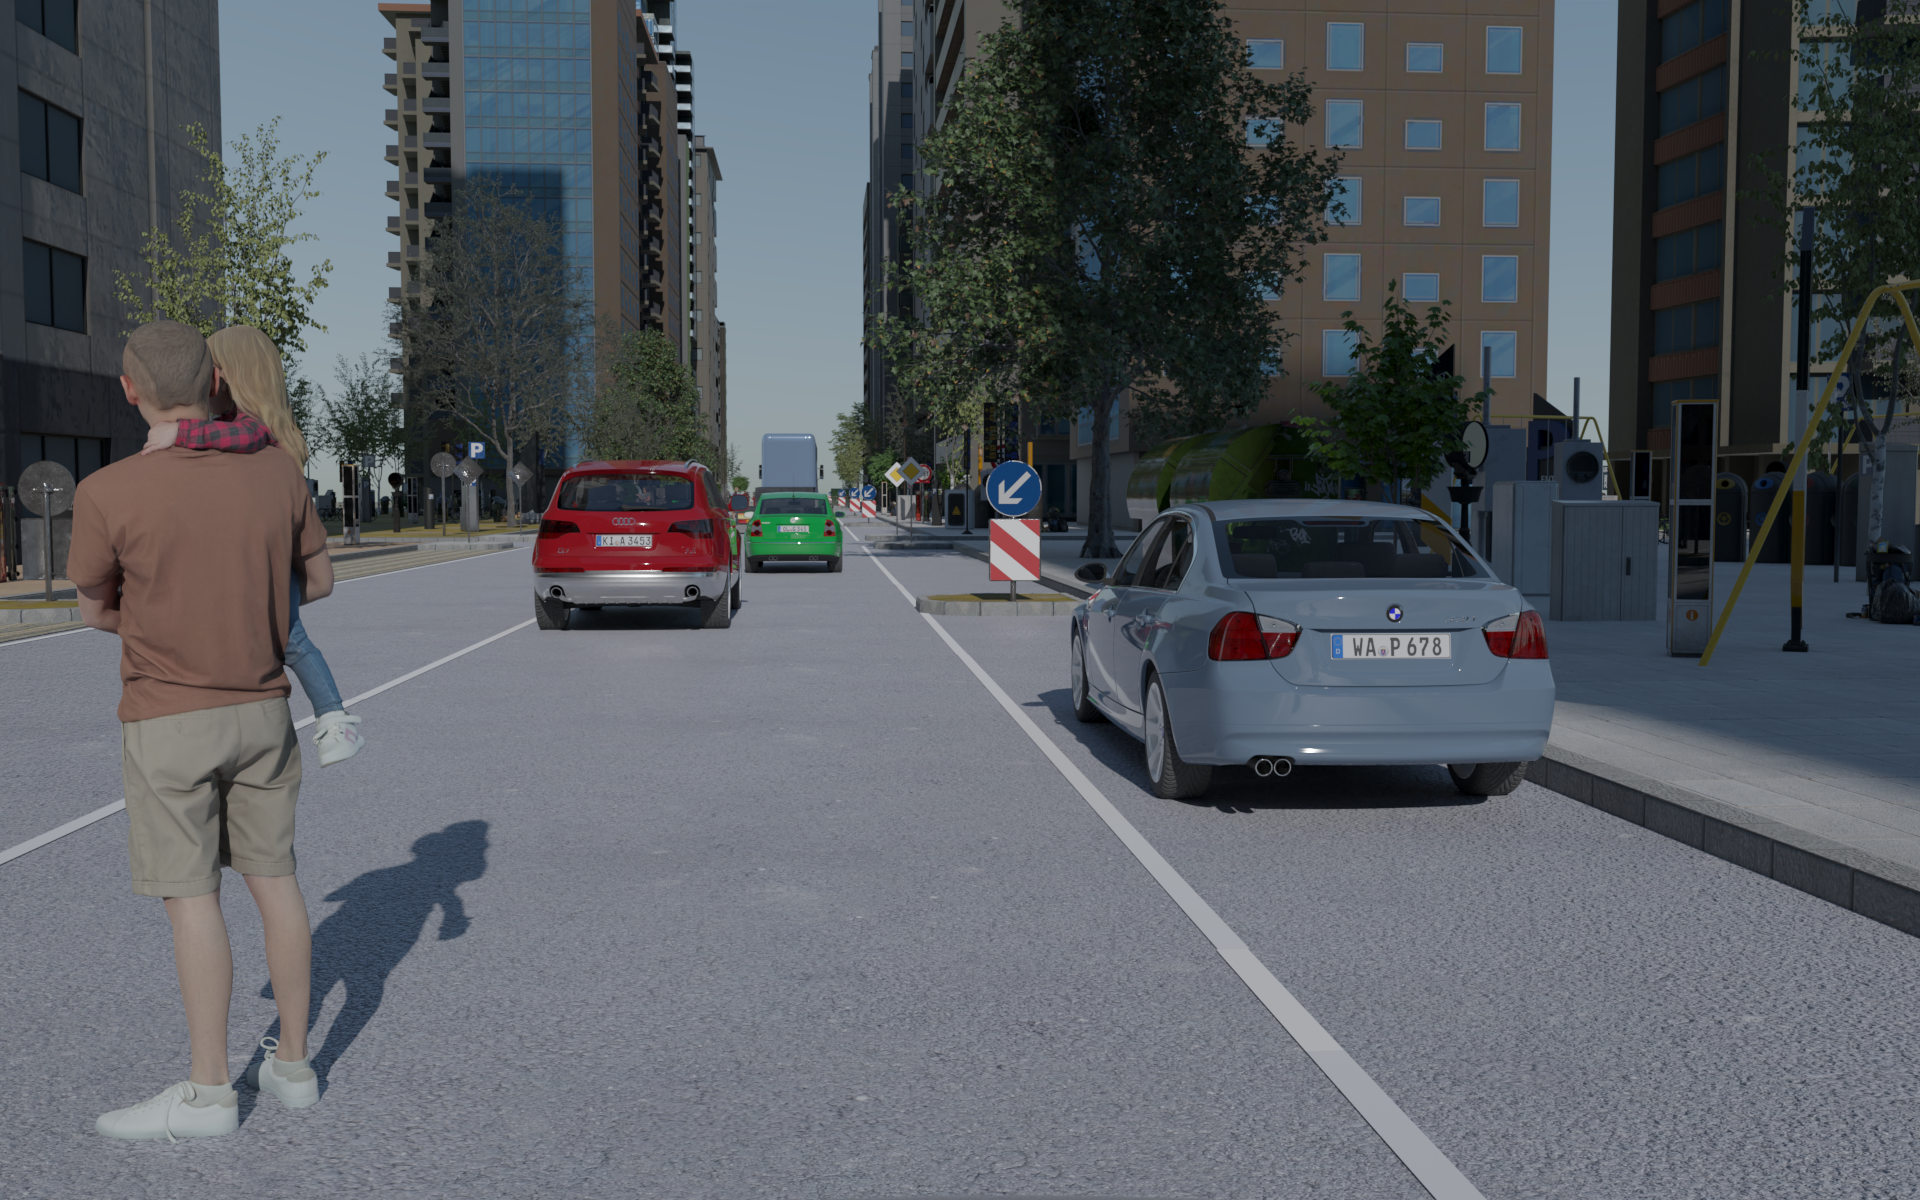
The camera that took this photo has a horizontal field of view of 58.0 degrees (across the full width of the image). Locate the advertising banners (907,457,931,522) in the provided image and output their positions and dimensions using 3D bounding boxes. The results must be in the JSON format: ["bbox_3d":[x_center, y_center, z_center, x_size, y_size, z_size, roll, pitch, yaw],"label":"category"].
[{"bbox_3d":[-1.924,-5.172,80.752,0.090,3.025,2.074,-2,4,-32],"label":"advertising banners"}]

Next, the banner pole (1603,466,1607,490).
[{"bbox_3d":[49.776,-8.805,133.971,0.863,3.779,0.401,0,4,1],"label":"banner pole"}]

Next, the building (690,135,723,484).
[{"bbox_3d":[-50.039,-40.823,256.690,28.713,52.752,27.495,0,4,-5],"label":"building"}]

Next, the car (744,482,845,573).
[{"bbox_3d":[-3.144,-1.472,32.862,1.959,1.807,4.718,0,4,-5],"label":"car"}]

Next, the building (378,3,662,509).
[{"bbox_3d":[-38.498,-30.573,154.490,22.147,44.769,28.867,0,4,-5],"label":"building"}]

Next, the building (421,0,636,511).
[{"bbox_3d":[-32.458,-29.560,133.409,14.600,45.320,14.200,0,4,-5],"label":"building"}]

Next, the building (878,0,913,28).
[{"bbox_3d":[1.673,-39.513,188.030,21.231,58.520,28.212,0,4,-5],"label":"building"}]

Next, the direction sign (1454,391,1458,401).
[{"bbox_3d":[10.521,-2.811,37.952,0.876,3.537,0.379,-2,4,-24],"label":"direction sign"}]

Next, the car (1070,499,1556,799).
[{"bbox_3d":[1.690,0.155,9.474,2.014,1.417,4.499,0,4,-4],"label":"car"}]

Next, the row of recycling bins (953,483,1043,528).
[{"bbox_3d":[1.388,-3.530,64.831,3.534,1.692,1.069,1,4,17],"label":"row of recycling bins"}]

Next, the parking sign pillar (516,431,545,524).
[{"bbox_3d":[-18.472,-5.287,74.908,1.447,3.967,1.447,-3,5,-44],"label":"parking sign pillar"}]

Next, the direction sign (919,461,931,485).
[{"bbox_3d":[-2.399,-7.770,119.038,0.876,3.537,0.379,1,4,19],"label":"direction sign"}]

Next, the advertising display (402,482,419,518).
[{"bbox_3d":[-29.941,-5.452,94.352,0.123,1.923,0.974,3,5,40],"label":"advertising display"}]

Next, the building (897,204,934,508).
[{"bbox_3d":[0.827,-24.215,167.622,14.160,30.474,14.107,0,4,-5],"label":"building"}]

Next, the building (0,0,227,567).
[{"bbox_3d":[-27.392,-36.275,31.356,20.611,71.187,20.563,0,4,-5],"label":"building"}]

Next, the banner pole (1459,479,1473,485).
[{"bbox_3d":[16.370,-3.990,55.247,0.863,3.779,0.401,0,4,5],"label":"banner pole"}]

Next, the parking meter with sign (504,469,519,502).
[{"bbox_3d":[-30.097,-7.435,117.829,1.738,3.016,0.543,2,4,24],"label":"parking meter with sign"}]

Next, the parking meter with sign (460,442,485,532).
[{"bbox_3d":[-16.621,-3.826,58.816,0.543,3.016,1.738,-2,4,-30],"label":"parking meter with sign"}]

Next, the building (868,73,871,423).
[{"bbox_3d":[-1.478,-42.120,230.658,21.231,58.520,28.212,0,4,-5],"label":"building"}]

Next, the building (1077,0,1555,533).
[{"bbox_3d":[12.074,-25.277,63.382,14.200,45.320,14.600,0,4,-5],"label":"building"}]

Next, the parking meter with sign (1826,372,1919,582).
[{"bbox_3d":[13.529,-1.770,25.205,1.738,3.016,0.543,-1,4,-11],"label":"parking meter with sign"}]

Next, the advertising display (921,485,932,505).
[{"bbox_3d":[-2.184,-6.841,117.065,0.974,1.923,0.123,-1,4,-14],"label":"advertising display"}]

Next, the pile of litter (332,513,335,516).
[{"bbox_3d":[-37.705,-5.397,102.199,1.719,0.858,1.176,0,4,8],"label":"pile of litter"}]

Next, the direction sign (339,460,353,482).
[{"bbox_3d":[-41.169,-7.600,116.251,0.876,3.537,0.379,-1,4,-16],"label":"direction sign"}]

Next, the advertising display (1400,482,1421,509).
[{"bbox_3d":[11.180,-2.254,42.065,0.974,1.923,0.123,2,4,28],"label":"advertising display"}]

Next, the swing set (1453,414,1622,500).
[{"bbox_3d":[11.534,-2.256,34.513,3.119,2.851,2.862,-1,4,-22],"label":"swing set"}]

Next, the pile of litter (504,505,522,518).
[{"bbox_3d":[-23.677,-4.784,92.183,1.719,0.858,1.176,-2,4,-29],"label":"pile of litter"}]

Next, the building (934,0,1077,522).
[{"bbox_3d":[10.000,-28.463,89.069,21.300,48.544,21.600,0,4,-5],"label":"building"}]

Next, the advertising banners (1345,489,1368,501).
[{"bbox_3d":[8.658,-2.757,41.261,2.074,3.025,0.090,1,4,12],"label":"advertising banners"}]

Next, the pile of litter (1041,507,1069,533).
[{"bbox_3d":[2.928,-2.696,58.037,1.719,0.858,1.176,-2,4,-26],"label":"pile of litter"}]

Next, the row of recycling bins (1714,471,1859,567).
[{"bbox_3d":[15.337,-1.515,31.882,1.069,1.692,3.534,-2,4,-33],"label":"row of recycling bins"}]

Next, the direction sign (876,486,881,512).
[{"bbox_3d":[-5.948,-8.222,126.428,0.379,3.537,0.876,3,5,43],"label":"direction sign"}]

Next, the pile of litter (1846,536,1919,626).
[{"bbox_3d":[9.634,-0.216,17.502,1.176,0.858,1.719,2,4,24],"label":"pile of litter"}]

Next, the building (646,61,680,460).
[{"bbox_3d":[-36.104,-32.179,176.242,14.600,45.320,14.200,0,4,-5],"label":"building"}]

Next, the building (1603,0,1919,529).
[{"bbox_3d":[41.187,-25.384,69.651,28.867,44.769,22.147,0,4,-5],"label":"building"}]

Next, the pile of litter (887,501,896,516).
[{"bbox_3d":[-3.632,-5.308,100.750,1.176,0.858,1.719,-2,4,-29],"label":"pile of litter"}]

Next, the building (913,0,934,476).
[{"bbox_3d":[10.127,-34.107,146.883,28.713,52.752,27.495,0,4,-5],"label":"building"}]

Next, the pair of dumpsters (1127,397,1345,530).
[{"bbox_3d":[3.036,-1.035,19.423,1.574,2.255,4.437,0,4,-5],"label":"pair of dumpsters"}]

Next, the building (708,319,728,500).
[{"bbox_3d":[-44.942,-31.011,278.729,14.160,30.474,14.107,0,4,-5],"label":"building"}]

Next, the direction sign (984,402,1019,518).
[{"bbox_3d":[1.011,-3.102,42.722,0.876,3.537,0.379,1,4,14],"label":"direction sign"}]

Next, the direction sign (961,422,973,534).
[{"bbox_3d":[0.230,-3.861,55.129,0.379,3.537,0.876,1,4,12],"label":"direction sign"}]

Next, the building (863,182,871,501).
[{"bbox_3d":[-3.332,-38.658,255.755,21.300,48.544,21.600,0,4,-5],"label":"building"}]

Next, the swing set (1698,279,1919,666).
[{"bbox_3d":[7.138,-0.851,11.530,2.862,2.851,3.119,0,4,-8],"label":"swing set"}]

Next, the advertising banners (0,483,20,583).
[{"bbox_3d":[-13.896,-1.765,25.046,0.090,3.025,2.074,-1,4,-18],"label":"advertising banners"}]

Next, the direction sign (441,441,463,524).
[{"bbox_3d":[-21.826,-5.048,74.535,0.876,3.537,0.379,-1,4,-15],"label":"direction sign"}]

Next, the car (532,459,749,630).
[{"bbox_3d":[-3.588,-0.685,19.873,2.281,1.827,5.304,0,4,-5],"label":"car"}]

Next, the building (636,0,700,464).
[{"bbox_3d":[-44.706,-55.885,226.383,22.319,86.520,31.000,0,4,-5],"label":"building"}]

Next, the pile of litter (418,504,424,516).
[{"bbox_3d":[-31.663,-5.364,101.668,1.176,0.858,1.719,-1,4,-11],"label":"pile of litter"}]

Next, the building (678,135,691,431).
[{"bbox_3d":[-37.263,-31.033,190.991,14.154,41.232,14.086,0,4,-5],"label":"building"}]

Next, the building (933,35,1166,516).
[{"bbox_3d":[5.570,-28.797,120.948,14.600,45.320,14.200,0,4,-5],"label":"building"}]

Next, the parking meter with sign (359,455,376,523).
[{"bbox_3d":[-26.974,-5.031,78.511,0.543,3.016,1.738,-2,4,-33],"label":"parking meter with sign"}]

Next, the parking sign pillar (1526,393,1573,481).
[{"bbox_3d":[15.610,-3.499,45.684,1.447,3.967,1.447,-3,4,-38],"label":"parking sign pillar"}]

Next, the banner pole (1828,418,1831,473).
[{"bbox_3d":[28.511,-4.089,56.869,0.401,3.779,0.863,2,4,31],"label":"banner pole"}]

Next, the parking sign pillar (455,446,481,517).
[{"bbox_3d":[-27.405,-6.605,96.459,1.447,3.967,1.447,0,4,-2],"label":"parking sign pillar"}]
